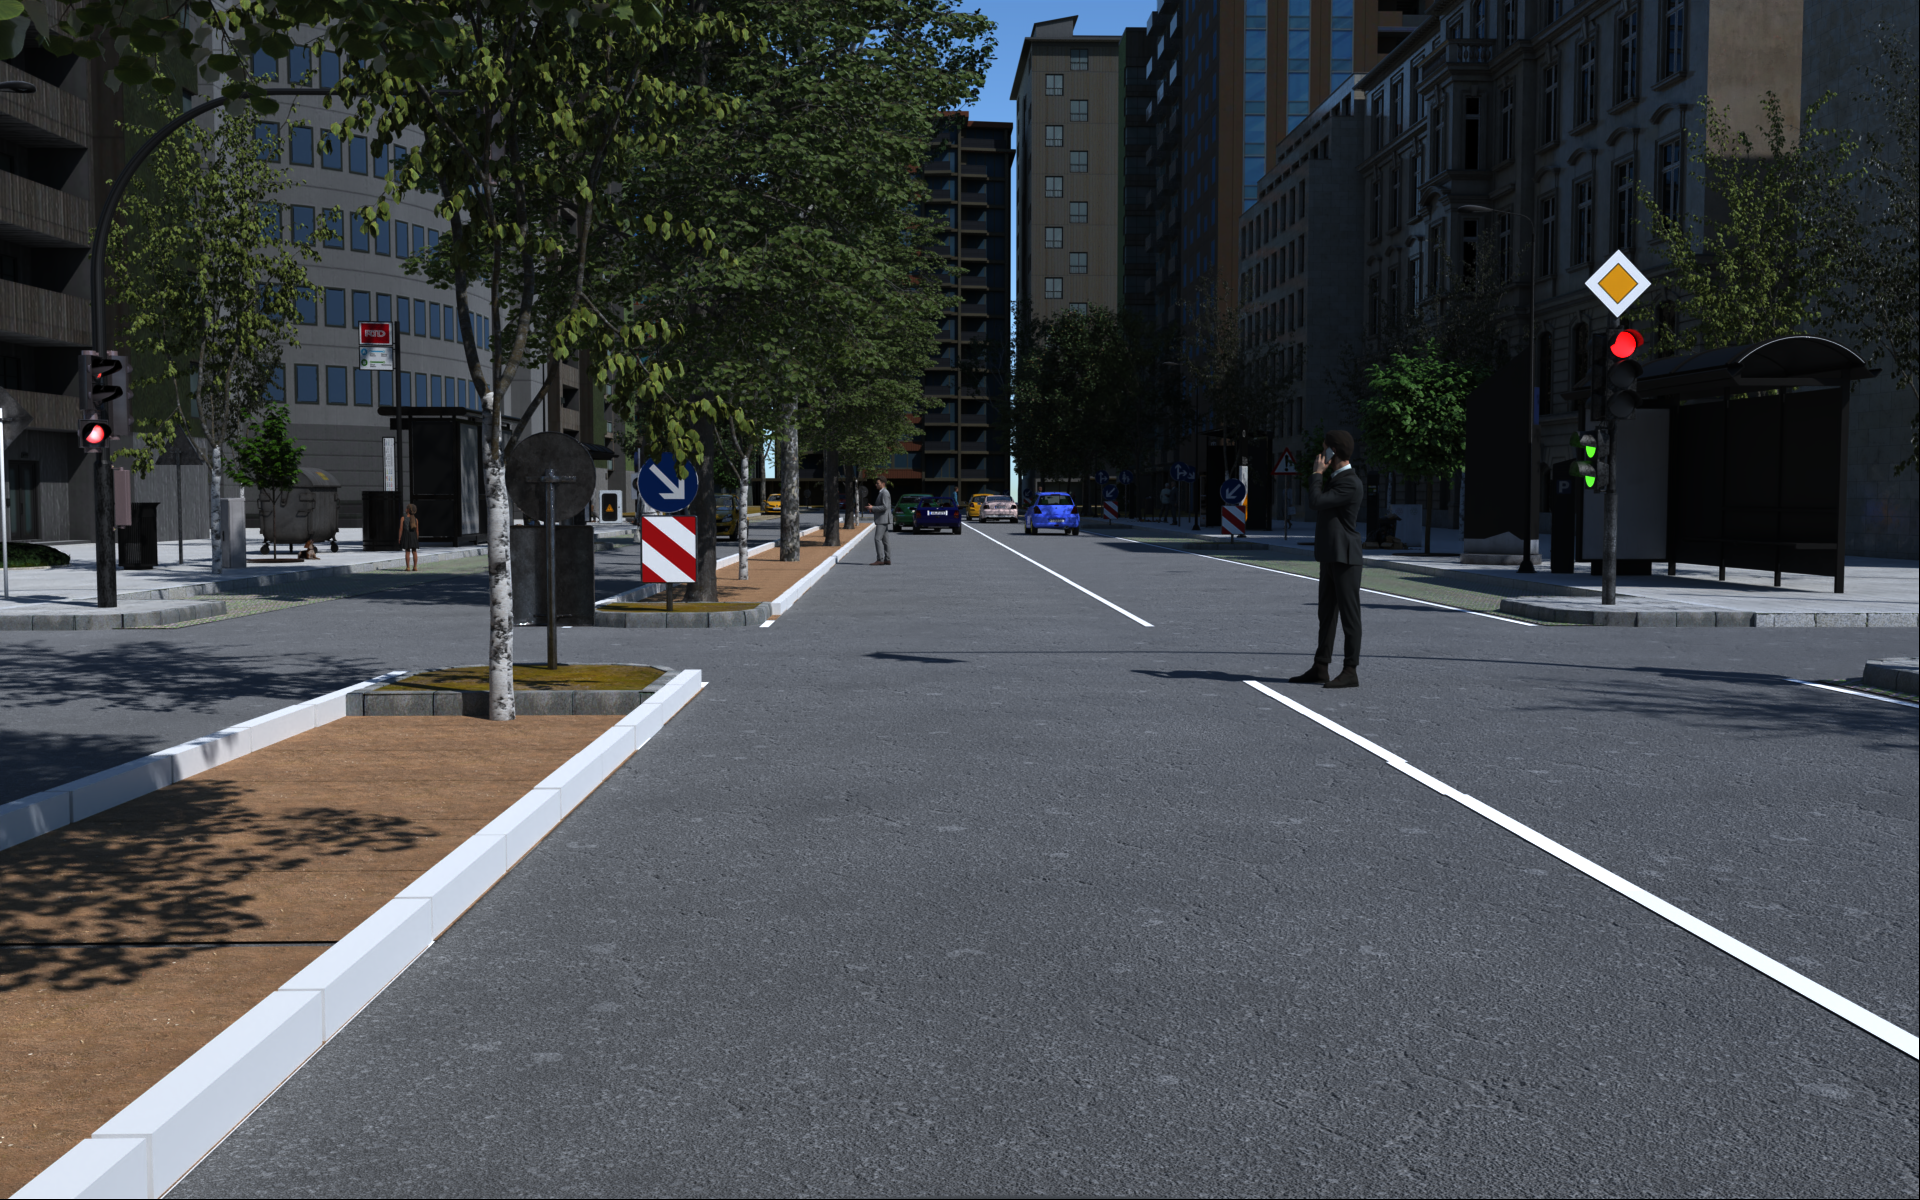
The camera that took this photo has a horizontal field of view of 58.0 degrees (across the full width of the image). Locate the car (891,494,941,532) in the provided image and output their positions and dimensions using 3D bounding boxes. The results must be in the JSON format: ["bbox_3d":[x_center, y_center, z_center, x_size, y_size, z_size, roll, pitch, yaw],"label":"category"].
[{"bbox_3d":[-1.639,-3.367,66.843,2.131,1.459,4.920,0,4,0],"label":"car"}]

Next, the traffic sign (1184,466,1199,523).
[{"bbox_3d":[10.285,-4.736,77.541,0.768,2.556,0.104,0,4,3],"label":"traffic sign"}]

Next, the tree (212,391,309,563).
[{"bbox_3d":[-12.936,-2.329,32.683,1.663,3.219,1.824,0,3,0],"label":"tree"}]

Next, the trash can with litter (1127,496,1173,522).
[{"bbox_3d":[8.911,-4.192,79.591,1.678,1.210,2.233,-3,5,-43],"label":"trash can with litter"}]

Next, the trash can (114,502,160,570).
[{"bbox_3d":[-13.971,-1.087,29.418,0.748,1.137,0.748,0,3,0],"label":"trash can"}]

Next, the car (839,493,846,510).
[{"bbox_3d":[-9.827,-8.097,141.421,2.155,1.783,4.494,0,4,-3],"label":"car"}]

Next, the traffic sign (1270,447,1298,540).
[{"bbox_3d":[9.033,-2.934,47.972,0.884,2.594,0.081,0,4,4],"label":"traffic sign"}]

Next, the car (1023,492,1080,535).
[{"bbox_3d":[3.238,-3.177,61.533,1.945,1.707,3.694,0,4,-3],"label":"car"}]

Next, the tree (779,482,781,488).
[{"bbox_3d":[-15.795,-10.061,159.093,1.663,3.219,1.824,0,3,0],"label":"tree"}]

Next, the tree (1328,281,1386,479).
[{"bbox_3d":[14.353,-6.586,58.037,4.360,8.622,3.978,0,3,0],"label":"tree"}]

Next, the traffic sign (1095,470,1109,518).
[{"bbox_3d":[7.549,-5.630,92.152,0.768,2.556,0.104,0,4,-1],"label":"traffic sign"}]

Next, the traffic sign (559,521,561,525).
[{"bbox_3d":[-13.624,-3.598,58.937,0.768,2.556,0.104,0,4,-1],"label":"traffic sign"}]

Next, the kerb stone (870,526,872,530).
[{"bbox_3d":[-3.457,-2.613,64.925,0.120,0.150,1.000,0,4,-2],"label":"kerb stone"}]

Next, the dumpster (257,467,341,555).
[{"bbox_3d":[-14.215,-1.926,37.246,1.264,1.857,1.865,0,4,-2],"label":"dumpster"}]

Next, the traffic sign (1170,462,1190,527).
[{"bbox_3d":[8.653,-4.167,68.243,0.768,2.556,0.104,0,4,7],"label":"traffic sign"}]

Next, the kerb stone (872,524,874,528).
[{"bbox_3d":[-3.545,-2.801,68.008,0.120,0.150,1.000,0,4,-2],"label":"kerb stone"}]

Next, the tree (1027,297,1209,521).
[{"bbox_3d":[8.294,-9.087,82.992,7.601,10.594,8.767,-1,4,-15],"label":"tree"}]

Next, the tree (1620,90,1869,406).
[{"bbox_3d":[14.184,-4.933,31.018,4.737,8.622,4.395,0,3,0],"label":"tree"}]

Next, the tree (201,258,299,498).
[{"bbox_3d":[-22.492,-6.318,53.666,4.360,8.622,3.978,0,3,0],"label":"tree"}]

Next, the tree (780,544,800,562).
[{"bbox_3d":[-4.845,-10.922,36.929,12.611,20.169,13.585,0,3,0],"label":"tree"}]

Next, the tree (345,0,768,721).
[{"bbox_3d":[-2.847,-3.525,10.454,4.737,8.622,4.395,0,3,0],"label":"tree"}]

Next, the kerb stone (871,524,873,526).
[{"bbox_3d":[-3.526,-2.739,66.975,0.120,0.150,1.000,0,4,-2],"label":"kerb stone"}]

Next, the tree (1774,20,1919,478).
[{"bbox_3d":[14.498,-4.614,25.807,4.360,8.622,3.978,0,3,0],"label":"tree"}]

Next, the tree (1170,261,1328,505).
[{"bbox_3d":[8.794,-6.417,55.285,4.360,8.622,3.978,0,3,0],"label":"tree"}]

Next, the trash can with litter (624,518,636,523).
[{"bbox_3d":[-14.471,-4.057,77.382,1.678,1.210,2.233,0,4,1],"label":"trash can with litter"}]

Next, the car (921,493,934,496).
[{"bbox_3d":[-2.761,-7.832,137.087,2.155,1.783,4.494,0,4,-1],"label":"car"}]

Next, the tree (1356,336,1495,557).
[{"bbox_3d":[9.736,-3.199,36.017,4.285,4.588,4.351,0,3,0],"label":"tree"}]

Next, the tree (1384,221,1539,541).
[{"bbox_3d":[13.818,-5.944,47.549,4.360,8.622,3.978,0,3,0],"label":"tree"}]

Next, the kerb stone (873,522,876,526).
[{"bbox_3d":[-3.674,-3.053,72.122,0.120,0.150,1.000,0,4,-2],"label":"kerb stone"}]

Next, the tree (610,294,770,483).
[{"bbox_3d":[-14.026,-10.860,94.567,9.611,12.733,9.660,0,3,0],"label":"tree"}]

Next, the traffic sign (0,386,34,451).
[{"bbox_3d":[-11.706,-1.312,21.181,0.795,2.593,0.064,0,4,3],"label":"traffic sign"}]

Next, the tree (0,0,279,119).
[{"bbox_3d":[-2.624,-5.060,3.309,7.486,12.596,7.792,0,3,0],"label":"tree"}]

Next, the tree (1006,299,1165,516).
[{"bbox_3d":[7.438,-11.324,102.147,9.611,12.733,9.660,0,3,0],"label":"tree"}]

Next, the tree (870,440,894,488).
[{"bbox_3d":[-4.554,-7.602,77.110,4.737,8.622,4.395,0,3,0],"label":"tree"}]

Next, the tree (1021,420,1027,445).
[{"bbox_3d":[7.446,-11.034,114.813,7.601,10.594,8.767,1,4,11],"label":"tree"}]

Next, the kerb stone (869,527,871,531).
[{"bbox_3d":[-3.401,-2.488,62.880,0.120,0.150,1.000,0,4,-2],"label":"kerb stone"}]

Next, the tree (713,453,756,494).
[{"bbox_3d":[-14.872,-7.889,112.694,4.285,4.588,4.351,0,3,0],"label":"tree"}]

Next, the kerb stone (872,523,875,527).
[{"bbox_3d":[-3.609,-2.927,70.059,0.120,0.150,1.000,0,4,-2],"label":"kerb stone"}]

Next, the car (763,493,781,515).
[{"bbox_3d":[-12.448,-6.638,118.760,2.015,1.641,3.980,0,4,-3],"label":"car"}]

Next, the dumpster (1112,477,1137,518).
[{"bbox_3d":[8.994,-5.638,94.669,1.502,2.255,1.985,0,4,-2],"label":"dumpster"}]

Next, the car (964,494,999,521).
[{"bbox_3d":[1.224,-5.106,93.707,2.015,1.641,3.980,0,4,-2],"label":"car"}]

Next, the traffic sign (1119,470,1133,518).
[{"bbox_3d":[8.791,-5.608,91.794,0.768,2.556,0.104,0,4,2],"label":"traffic sign"}]

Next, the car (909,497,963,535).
[{"bbox_3d":[-0.848,-3.047,62.392,1.945,1.354,3.894,0,4,-2],"label":"car"}]

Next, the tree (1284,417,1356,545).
[{"bbox_3d":[9.020,-2.986,43.426,1.663,3.219,1.824,0,3,0],"label":"tree"}]

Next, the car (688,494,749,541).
[{"bbox_3d":[-7.610,-2.665,53.798,2.015,1.641,3.980,0,4,0],"label":"car"}]

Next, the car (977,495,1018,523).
[{"bbox_3d":[1.909,-4.532,86.460,2.083,1.381,4.827,0,4,-1],"label":"car"}]

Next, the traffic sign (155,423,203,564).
[{"bbox_3d":[-14.308,-1.941,31.742,0.884,2.594,0.081,0,4,2],"label":"traffic sign"}]

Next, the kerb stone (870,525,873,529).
[{"bbox_3d":[-3.491,-2.676,65.953,0.120,0.150,1.000,0,4,-2],"label":"kerb stone"}]

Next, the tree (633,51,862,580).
[{"bbox_3d":[-3.620,-4.644,28.743,4.360,8.622,3.978,0,3,0],"label":"tree"}]
